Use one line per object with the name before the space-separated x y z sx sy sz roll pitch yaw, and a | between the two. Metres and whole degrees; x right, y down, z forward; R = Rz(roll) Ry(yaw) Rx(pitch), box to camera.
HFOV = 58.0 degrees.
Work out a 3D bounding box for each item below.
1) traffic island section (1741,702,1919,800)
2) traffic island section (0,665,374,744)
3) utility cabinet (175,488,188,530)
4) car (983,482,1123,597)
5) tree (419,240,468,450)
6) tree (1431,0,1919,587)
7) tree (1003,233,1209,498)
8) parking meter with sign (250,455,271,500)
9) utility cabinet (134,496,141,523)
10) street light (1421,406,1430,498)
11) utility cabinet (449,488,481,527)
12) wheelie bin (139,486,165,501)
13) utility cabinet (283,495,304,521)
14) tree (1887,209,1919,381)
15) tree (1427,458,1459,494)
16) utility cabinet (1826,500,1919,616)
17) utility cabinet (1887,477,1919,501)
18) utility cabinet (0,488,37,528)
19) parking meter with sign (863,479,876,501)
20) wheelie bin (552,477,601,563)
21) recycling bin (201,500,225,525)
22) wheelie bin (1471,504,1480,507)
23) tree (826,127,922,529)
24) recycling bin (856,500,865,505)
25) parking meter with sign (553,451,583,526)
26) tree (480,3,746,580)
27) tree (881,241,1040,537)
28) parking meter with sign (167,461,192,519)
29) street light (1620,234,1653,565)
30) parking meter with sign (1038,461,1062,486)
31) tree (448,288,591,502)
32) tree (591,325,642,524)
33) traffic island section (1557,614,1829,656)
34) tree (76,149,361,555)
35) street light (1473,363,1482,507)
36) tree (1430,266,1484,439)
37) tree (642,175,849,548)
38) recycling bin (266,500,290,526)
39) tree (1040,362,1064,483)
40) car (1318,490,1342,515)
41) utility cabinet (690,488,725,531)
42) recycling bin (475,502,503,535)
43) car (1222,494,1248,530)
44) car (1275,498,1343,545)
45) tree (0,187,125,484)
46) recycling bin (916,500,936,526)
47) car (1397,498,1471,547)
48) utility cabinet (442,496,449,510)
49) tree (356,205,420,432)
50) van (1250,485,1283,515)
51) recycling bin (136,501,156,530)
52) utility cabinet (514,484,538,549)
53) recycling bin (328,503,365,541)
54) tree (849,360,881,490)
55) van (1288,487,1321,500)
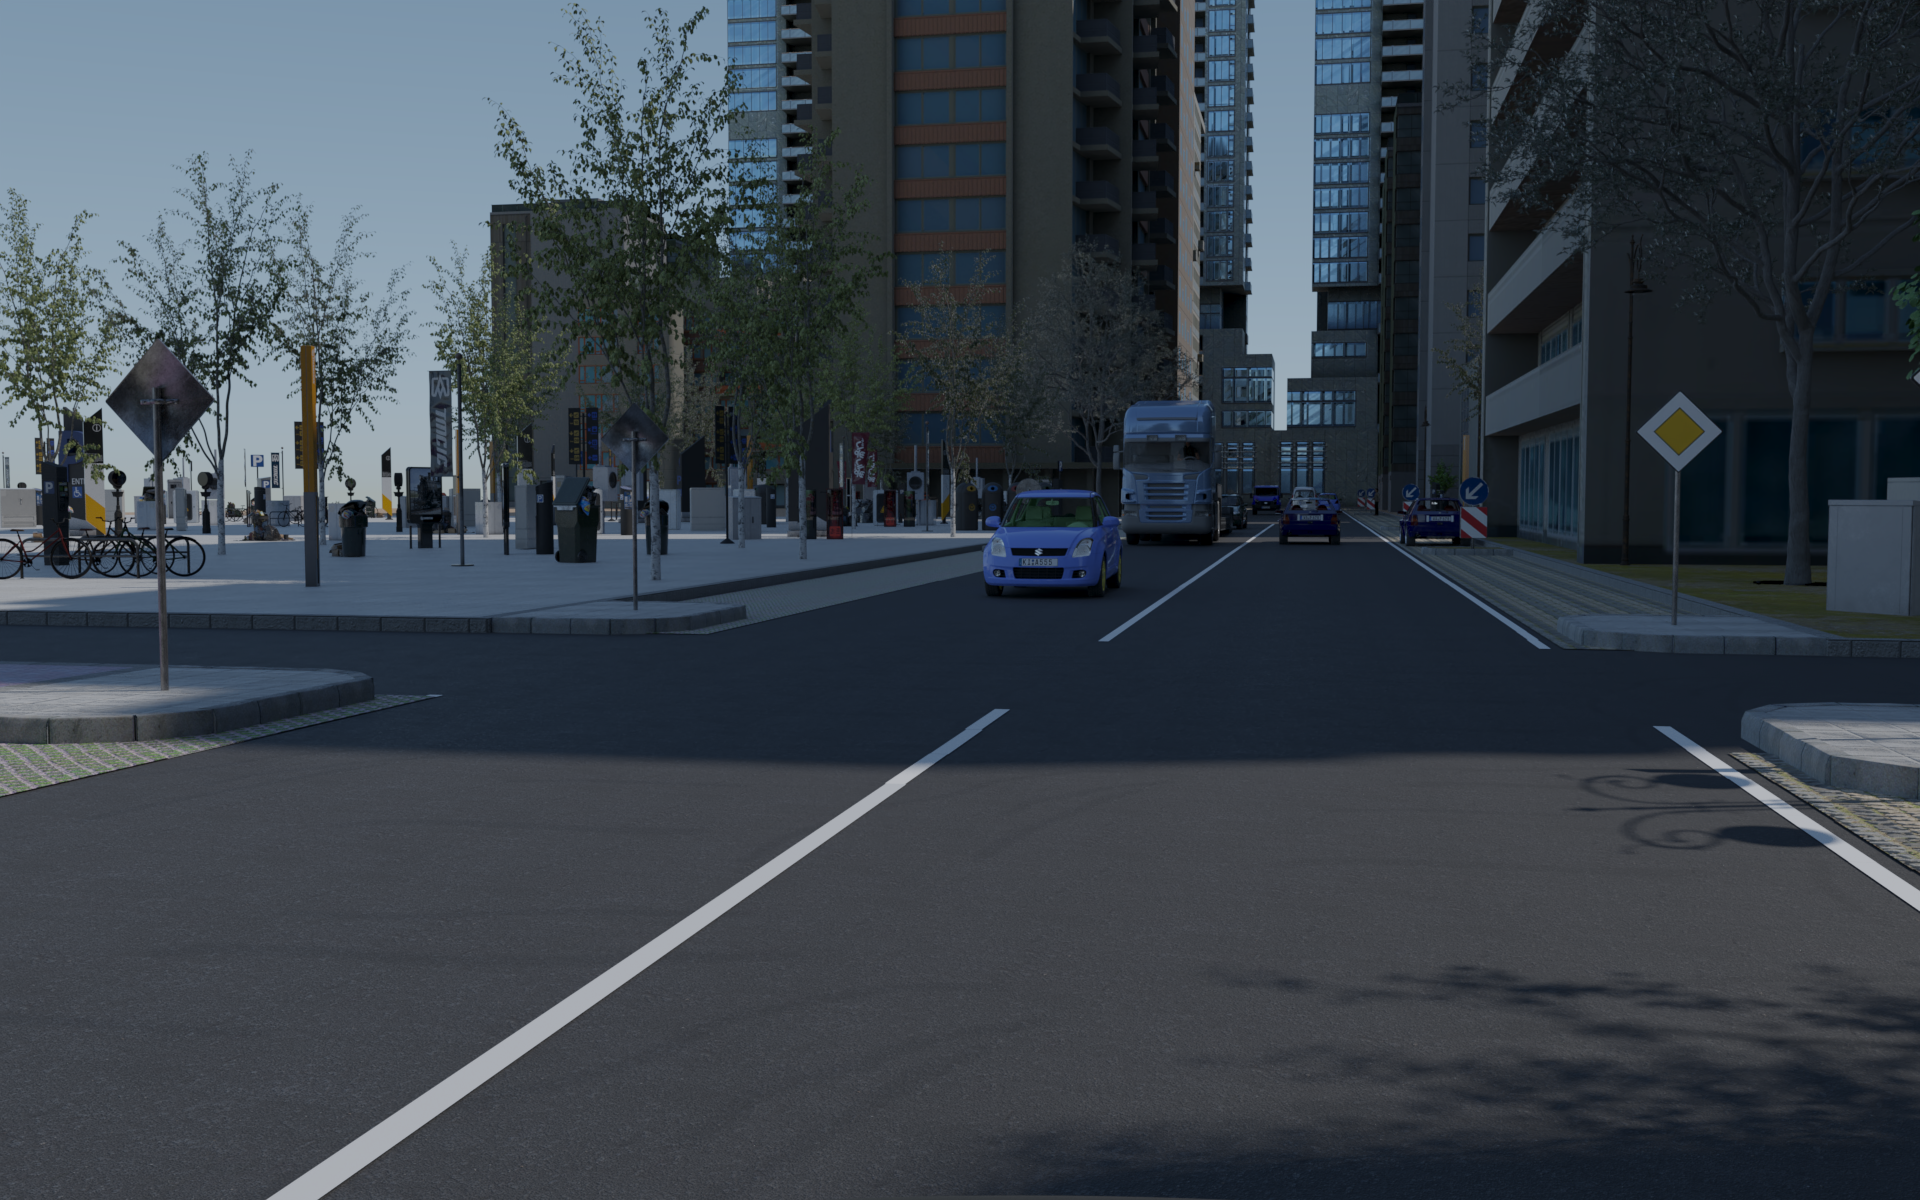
traffic island section | 5.398 0.804 9.138 2.009 0.180 2.903 1 4 12
traffic island section | -5.220 0.670 11.325 2.009 0.180 2.903 1 4 12
utility cabinet | -27.309 -3.187 60.780 0.318 1.500 1.173 -1 4 -21
car | 1.400 -0.961 25.310 1.945 1.707 3.694 1 4 11
tree | -13.745 -6.129 50.572 4.737 8.622 4.395 0 3 0
tree | 11.807 -6.962 24.205 12.009 13.543 11.850 0 3 0
tree | 6.527 -10.525 82.455 12.009 13.543 11.850 0 3 0
parking meter with sign | -30.539 -4.873 75.942 0.543 3.016 1.738 -3 4 -38
utility cabinet | -35.693 -3.956 75.843 1.020 1.237 0.306 2 4 24
street light | 24.080 -7.151 89.703 0.468 5.910 1.993 1 4 12
utility cabinet | -19.284 -3.596 67.468 1.173 1.500 0.318 -3 5 -40
wheelie bin | -32.842 -3.828 70.490 0.980 1.594 0.693 -3 4 -36
utility cabinet | -31.760 -4.370 82.609 1.020 1.237 0.306 1 4 19
tree | 9.958 -1.927 15.215 4.285 4.588 4.351 0 3 0
tree | 25.637 -5.984 92.444 1.663 3.219 1.824 0 3 0
utility cabinet | 9.912 -0.462 18.708 0.306 1.237 1.020 -2 4 -25
utility cabinet | 12.839 -0.886 23.168 0.318 1.500 1.173 0 4 2
utility cabinet | -35.706 -3.484 65.644 1.173 1.500 0.318 -3 4 -37
parking meter with sign | -4.705 -5.766 90.535 1.738 3.016 0.543 0 4 0
wheelie bin | -7.189 -1.503 32.478 0.980 1.594 0.693 2 4 33
recycling bin | -31.250 -3.665 72.484 0.722 1.027 0.722 3 5 44
wheelie bin | 19.436 -3.458 64.450 0.980 1.594 0.693 3 5 40
tree | -3.325 -5.103 33.799 4.737 8.622 4.395 0 3 0
recycling bin | -4.841 -4.157 80.515 0.722 1.027 0.722 1 4 9
parking meter with sign | -16.078 -4.538 70.451 1.738 3.016 0.543 3 5 42
tree | -4.758 -4.595 25.484 4.737 8.622 4.395 0 3 0
tree | 0.031 -6.177 51.351 4.360 8.622 3.978 0 3 0
parking meter with sign | -41.006 -5.757 90.380 1.738 3.016 0.543 -2 4 -30
street light | 11.985 -3.563 31.035 0.468 5.910 1.993 1 4 12
parking meter with sign | 4.466 -5.803 91.135 1.738 3.016 0.543 1 4 21
tree | -16.430 -6.846 62.288 4.360 8.622 3.978 0 3 0
tree | -14.031 -7.536 73.578 4.360 8.622 3.978 0 3 0
traffic island section | 7.011 0.325 16.959 2.009 0.180 2.903 1 4 12
tree | -15.897 -5.273 36.581 4.360 8.622 3.978 0 3 0
street light | 18.087 -5.356 60.358 0.468 5.910 1.993 1 4 12
tree | 17.656 -6.509 56.781 4.360 8.622 3.978 0 3 0
tree | -4.945 -5.536 40.874 4.360 8.622 3.978 0 3 0
recycling bin | -27.311 -3.467 69.241 0.722 1.027 0.722 1 4 23
tree | 2.101 -7.302 69.751 4.360 8.622 3.978 0 3 0
car | 25.898 -6.870 121.920 1.945 1.707 3.694 1 4 13
utility cabinet | -8.744 -3.139 59.994 1.173 1.500 0.318 -1 4 -18
recycling bin | -14.925 -2.596 55.005 0.722 1.027 0.722 -3 4 -37
car | 10.879 -3.767 71.372 2.009 1.686 4.222 1 4 14
car | 10.175 -2.319 50.500 1.945 1.354 3.894 1 4 10
tree | -22.021 -5.588 41.727 4.737 8.622 4.395 0 3 0
recycling bin | -1.383 -3.571 70.939 0.722 1.027 0.722 1 4 9
car | 13.231 -2.186 48.321 1.945 1.354 3.894 1 4 11
utility cabinet | -20.343 -3.439 67.394 1.020 1.237 0.306 1 4 14
tree | -15.819 -5.693 43.440 4.360 8.622 3.978 0 3 0
van | 21.384 -7.117 120.741 2.240 2.365 5.245 1 4 11
recycling bin | -28.720 -2.990 61.446 0.722 1.027 0.722 0 4 -7
utility cabinet | -10.086 -1.946 40.501 0.318 1.500 1.173 0 4 4
recycling bin | -17.040 -2.176 48.135 0.722 1.027 0.722 2 4 27
tree | -4.272 -8.763 93.629 4.360 8.622 3.978 0 3 0
van | 20.780 -5.957 104.409 2.013 2.044 4.112 1 4 12
